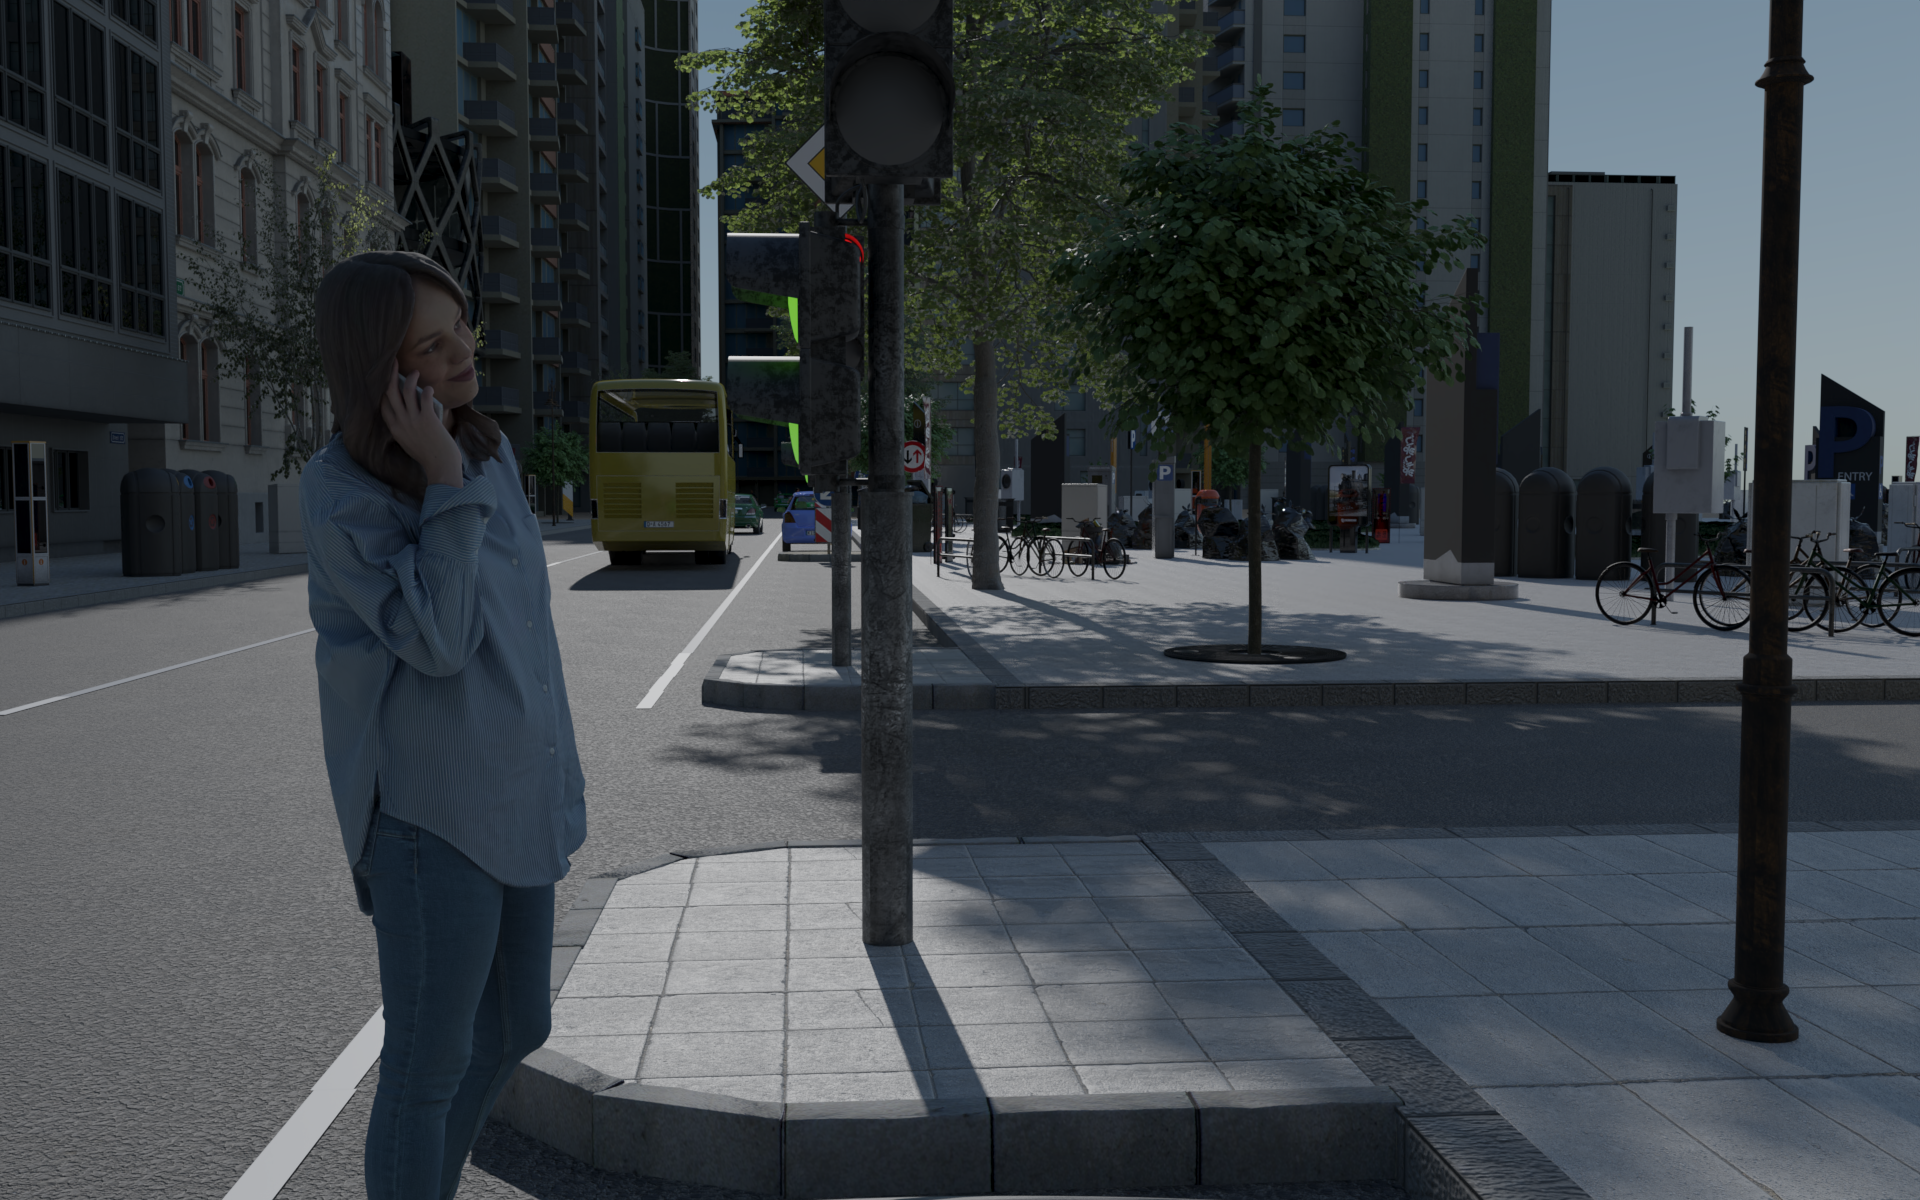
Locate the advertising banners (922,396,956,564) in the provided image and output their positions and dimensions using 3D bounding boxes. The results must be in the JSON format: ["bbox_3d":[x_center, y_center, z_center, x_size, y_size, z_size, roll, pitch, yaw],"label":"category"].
[{"bbox_3d":[-0.398,-2.188,31.958,0.090,3.025,2.074,1,4,15],"label":"advertising banners"}]

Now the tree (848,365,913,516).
[{"bbox_3d":[-3.989,-8.001,81.178,4.737,8.622,4.395,0,3,0],"label":"tree"}]

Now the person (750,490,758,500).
[{"bbox_3d":[-19.254,-9.276,160.190,1.348,1.821,0.705,2,4,24],"label":"person"}]

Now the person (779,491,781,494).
[{"bbox_3d":[-16.813,-9.334,162.053,0.756,1.711,0.436,-2,4,-28],"label":"person"}]

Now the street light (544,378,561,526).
[{"bbox_3d":[-16.259,-5.896,69.182,0.468,5.910,1.993,0,4,-5],"label":"street light"}]

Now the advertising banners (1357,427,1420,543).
[{"bbox_3d":[10.905,-2.981,44.921,2.074,3.025,0.090,0,4,-4],"label":"advertising banners"}]

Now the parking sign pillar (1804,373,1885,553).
[{"bbox_3d":[19.667,-3.048,38.300,1.447,3.967,1.447,3,5,39],"label":"parking sign pillar"}]

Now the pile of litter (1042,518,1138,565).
[{"bbox_3d":[2.370,-1.093,31.831,1.719,0.858,1.176,1,4,19],"label":"pile of litter"}]

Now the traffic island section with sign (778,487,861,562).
[{"bbox_3d":[-2.957,-1.771,37.592,1.989,1.847,2.006,0,4,-5],"label":"traffic island section with sign"}]

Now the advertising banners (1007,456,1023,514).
[{"bbox_3d":[2.131,-5.185,80.955,2.074,3.025,0.090,3,5,43],"label":"advertising banners"}]

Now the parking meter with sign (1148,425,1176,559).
[{"bbox_3d":[4.099,-2.373,35.065,0.543,3.016,1.738,0,4,3],"label":"parking meter with sign"}]

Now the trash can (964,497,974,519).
[{"bbox_3d":[0.543,-4.229,80.790,0.748,1.137,0.748,0,3,0],"label":"trash can"}]

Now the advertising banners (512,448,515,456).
[{"bbox_3d":[-17.769,-4.239,65.493,2.074,3.025,0.090,1,4,9],"label":"advertising banners"}]

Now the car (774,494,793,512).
[{"bbox_3d":[-14.338,-8.173,142.426,1.959,1.807,4.718,0,4,-4],"label":"car"}]

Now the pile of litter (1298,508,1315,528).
[{"bbox_3d":[10.877,-2.414,53.436,1.176,0.858,1.719,0,4,4],"label":"pile of litter"}]

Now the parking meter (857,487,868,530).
[{"bbox_3d":[-3.518,-3.311,62.550,0.372,1.533,0.369,0,3,0],"label":"parking meter"}]

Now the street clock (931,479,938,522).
[{"bbox_3d":[-1.152,-4.087,71.390,0.358,2.002,0.471,-3,5,-42],"label":"street clock"}]

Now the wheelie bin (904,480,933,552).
[{"bbox_3d":[-0.983,-1.853,38.206,0.693,1.594,0.980,-2,4,-32],"label":"wheelie bin"}]

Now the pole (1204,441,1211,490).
[{"bbox_3d":[6.259,-3.055,43.791,0.158,3.312,0.155,0,3,0],"label":"pole"}]

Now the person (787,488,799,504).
[{"bbox_3d":[-8.384,-4.929,89.766,1.217,1.739,0.721,-1,4,-22],"label":"person"}]

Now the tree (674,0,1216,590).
[{"bbox_3d":[0.011,-6.402,22.801,7.486,12.596,7.792,0,3,0],"label":"tree"}]

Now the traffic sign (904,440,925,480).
[{"bbox_3d":[-1.126,-2.517,41.264,0.768,2.556,0.104,0,4,3],"label":"traffic sign"}]

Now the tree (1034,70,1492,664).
[{"bbox_3d":[2.294,-1.833,13.688,4.285,4.588,4.351,0,3,0],"label":"tree"}]

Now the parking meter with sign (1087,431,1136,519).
[{"bbox_3d":[3.792,-3.071,46.465,1.738,3.016,0.543,1,4,19],"label":"parking meter with sign"}]

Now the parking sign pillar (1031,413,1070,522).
[{"bbox_3d":[3.022,-4.245,57.882,1.447,3.967,1.447,2,4,32],"label":"parking sign pillar"}]

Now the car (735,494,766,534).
[{"bbox_3d":[-8.187,-3.160,63.459,2.131,1.459,4.920,0,4,-4],"label":"car"}]

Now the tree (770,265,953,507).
[{"bbox_3d":[-5.241,-11.278,91.047,9.857,13.997,8.962,0,3,0],"label":"tree"}]

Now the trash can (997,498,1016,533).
[{"bbox_3d":[1.469,-2.797,57.384,0.748,1.137,0.748,0,3,0],"label":"trash can"}]

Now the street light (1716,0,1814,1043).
[{"bbox_3d":[1.902,-1.906,3.953,0.468,5.910,1.993,0,4,-5],"label":"street light"}]

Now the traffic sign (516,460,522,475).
[{"bbox_3d":[-16.136,-3.802,62.265,0.768,2.556,0.104,0,4,3],"label":"traffic sign"}]

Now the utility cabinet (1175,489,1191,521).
[{"bbox_3d":[9.088,-3.845,71.551,1.173,1.500,0.318,-2,4,-33],"label":"utility cabinet"}]

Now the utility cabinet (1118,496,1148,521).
[{"bbox_3d":[5.724,-2.819,57.250,1.020,1.237,0.306,-2,4,-31],"label":"utility cabinet"}]

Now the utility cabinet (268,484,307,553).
[{"bbox_3d":[-14.386,-1.761,37.468,0.318,1.500,1.173,2,4,28],"label":"utility cabinet"}]

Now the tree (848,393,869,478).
[{"bbox_3d":[-1.752,-3.956,48.389,4.285,4.588,4.351,0,3,0],"label":"tree"}]

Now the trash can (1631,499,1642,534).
[{"bbox_3d":[17.811,-2.087,45.781,0.748,1.137,0.748,0,3,0],"label":"trash can"}]

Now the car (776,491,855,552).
[{"bbox_3d":[-3.541,-2.018,42.587,1.945,1.707,3.694,0,4,-6],"label":"car"}]

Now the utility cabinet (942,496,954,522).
[{"bbox_3d":[-0.653,-3.805,73.372,0.306,1.237,1.020,-2,4,-31],"label":"utility cabinet"}]

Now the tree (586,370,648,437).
[{"bbox_3d":[-19.725,-9.271,101.945,4.737,8.622,4.395,0,3,0],"label":"tree"}]

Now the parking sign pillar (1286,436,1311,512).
[{"bbox_3d":[12.400,-4.586,63.459,1.447,3.967,1.447,-1,4,-12],"label":"parking sign pillar"}]

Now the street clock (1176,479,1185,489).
[{"bbox_3d":[10.660,-4.842,83.732,0.358,2.002,0.471,-1,4,-23],"label":"street clock"}]

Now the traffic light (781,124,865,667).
[{"bbox_3d":[-0.902,-1.462,12.821,0.839,4.253,0.868,0,4,-5],"label":"traffic light"}]

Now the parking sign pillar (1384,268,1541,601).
[{"bbox_3d":[6.180,-2.014,21.397,1.447,3.967,1.447,0,4,-5],"label":"parking sign pillar"}]

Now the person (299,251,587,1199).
[{"bbox_3d":[-0.845,0.365,2.795,0.793,1.790,0.793,-1,4,-23],"label":"person"}]

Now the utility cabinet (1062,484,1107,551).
[{"bbox_3d":[2.705,-1.767,37.571,0.318,1.500,1.173,-3,4,-37],"label":"utility cabinet"}]

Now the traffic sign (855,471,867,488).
[{"bbox_3d":[-4.820,-5.225,85.532,0.768,2.556,0.104,0,4,0],"label":"traffic sign"}]

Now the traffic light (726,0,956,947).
[{"bbox_3d":[-0.227,-0.975,4.865,0.839,4.253,0.868,0,4,-5],"label":"traffic light"}]

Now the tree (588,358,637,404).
[{"bbox_3d":[-18.238,-8.804,94.315,4.360,8.622,3.978,0,3,0],"label":"tree"}]

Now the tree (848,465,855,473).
[{"bbox_3d":[-8.220,-10.595,123.584,4.360,8.622,3.978,0,3,0],"label":"tree"}]

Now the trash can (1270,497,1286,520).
[{"bbox_3d":[14.452,-4.092,78.550,0.748,1.137,0.748,0,3,0],"label":"trash can"}]

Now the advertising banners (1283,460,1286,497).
[{"bbox_3d":[15.104,-5.166,80.646,0.090,3.025,2.074,1,4,13],"label":"advertising banners"}]

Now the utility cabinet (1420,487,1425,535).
[{"bbox_3d":[14.444,-2.762,53.832,0.318,1.500,1.173,1,4,14],"label":"utility cabinet"}]

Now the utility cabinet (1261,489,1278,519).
[{"bbox_3d":[14.121,-4.376,80.225,1.173,1.500,0.318,0,4,-5],"label":"utility cabinet"}]

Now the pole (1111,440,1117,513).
[{"bbox_3d":[5.543,-4.205,62.593,0.158,3.312,0.155,0,3,0],"label":"pole"}]

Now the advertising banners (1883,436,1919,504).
[{"bbox_3d":[28.467,-3.470,52.922,0.090,3.025,2.074,-1,4,-14],"label":"advertising banners"}]
